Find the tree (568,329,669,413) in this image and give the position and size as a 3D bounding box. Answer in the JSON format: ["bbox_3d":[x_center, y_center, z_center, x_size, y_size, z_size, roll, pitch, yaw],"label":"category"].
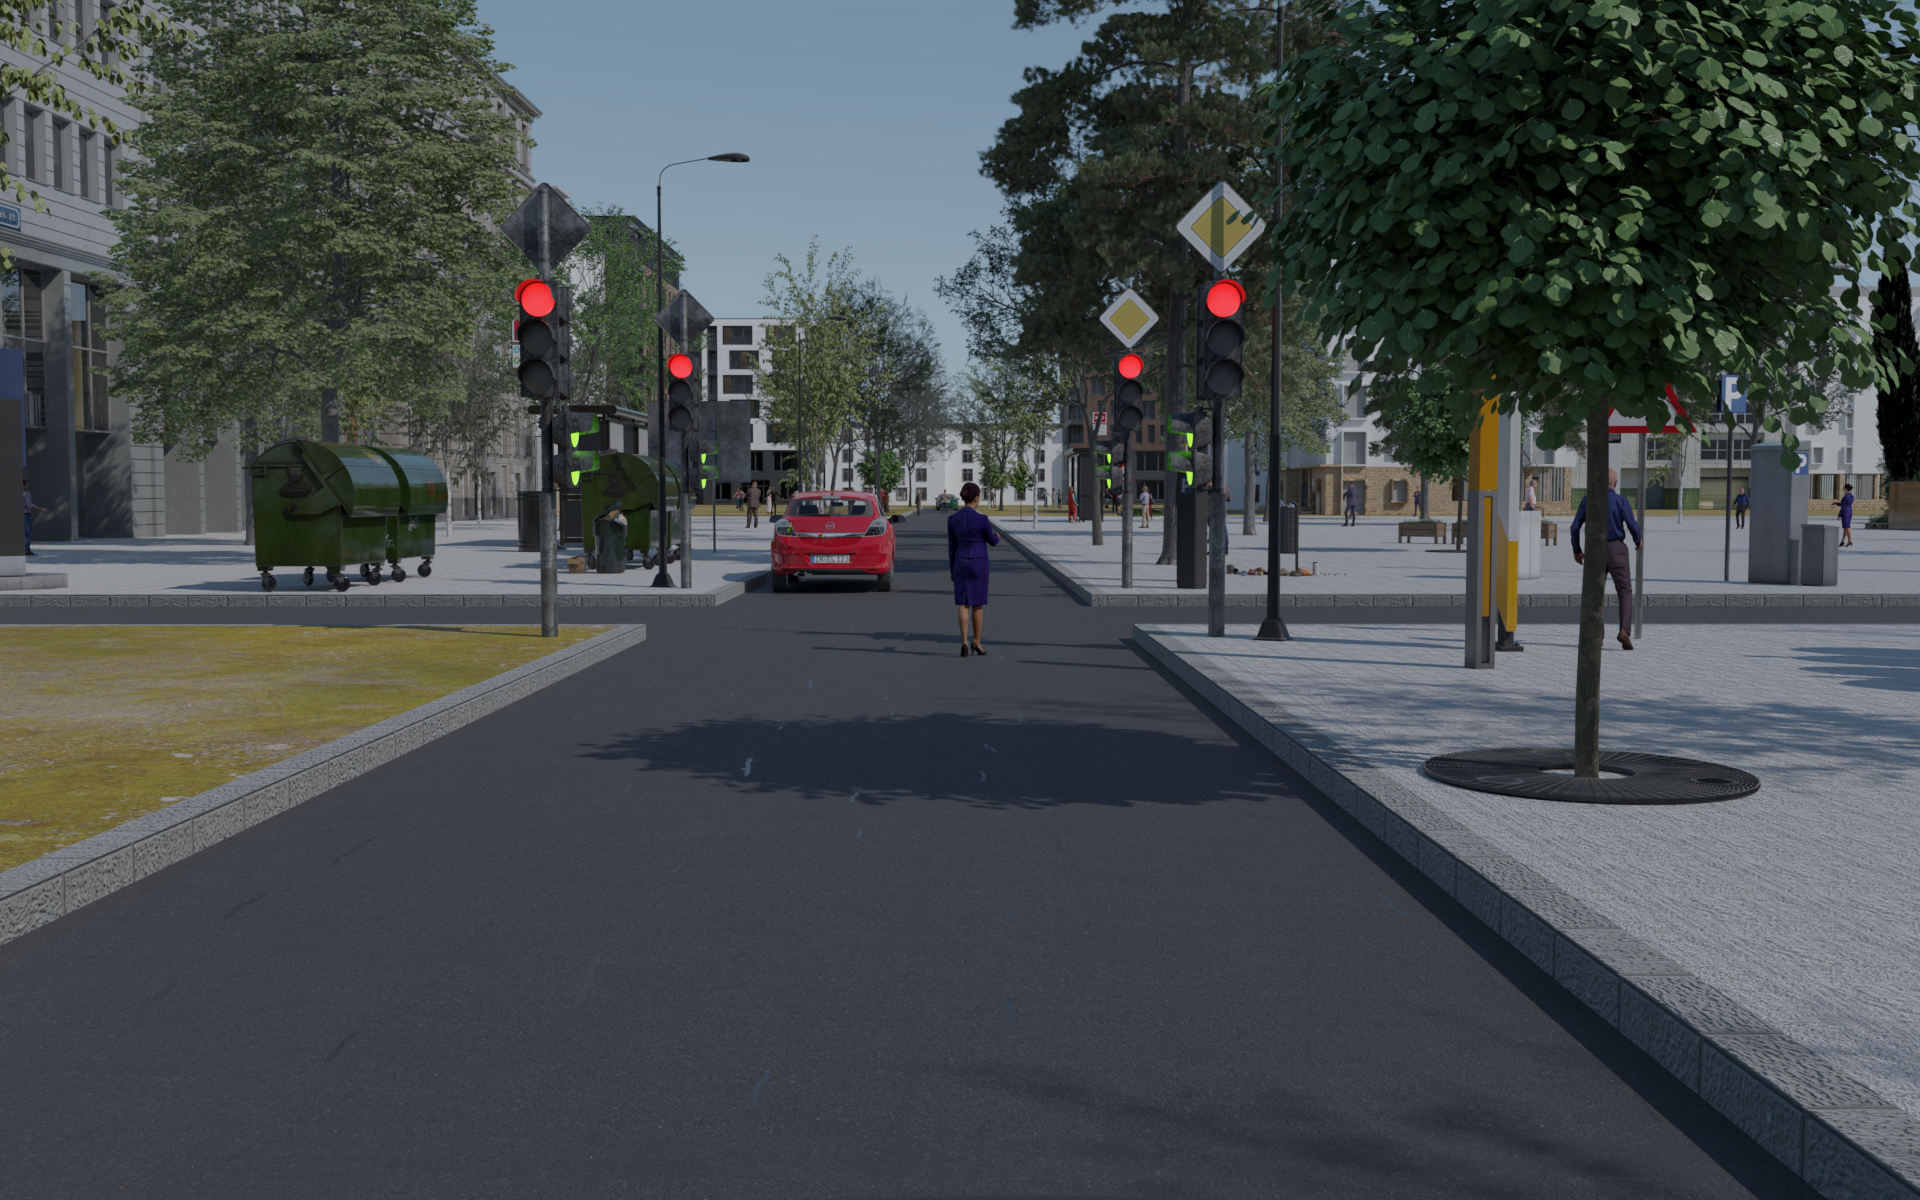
[{"bbox_3d":[-17.930,-9.655,92.269,8.767,10.594,7.601,0,4,2],"label":"tree"}]

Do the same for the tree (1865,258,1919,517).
[{"bbox_3d":[50.551,-11.295,86.490,13.155,14.587,18.604,1,4,9],"label":"tree"}]

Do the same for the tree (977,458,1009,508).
[{"bbox_3d":[3.317,-10.795,160.213,4.285,4.588,4.351,0,3,0],"label":"tree"}]

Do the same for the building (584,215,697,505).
[{"bbox_3d":[-40.165,-18.174,141.116,32.646,21.610,27.936,0,4,0],"label":"building"}]

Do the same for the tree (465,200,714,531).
[{"bbox_3d":[-13.648,-8.215,60.074,9.928,11.665,9.643,0,3,0],"label":"tree"}]

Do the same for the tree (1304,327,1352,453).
[{"bbox_3d":[14.513,-8.899,79.916,7.601,10.594,8.767,1,4,14],"label":"tree"}]

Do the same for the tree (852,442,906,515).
[{"bbox_3d":[-4.949,-7.538,106.952,4.285,4.588,4.351,0,3,0],"label":"tree"}]

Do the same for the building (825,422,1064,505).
[{"bbox_3d":[-1.783,-16.127,205.829,28.070,9.664,9.099,0,4,0],"label":"building"}]

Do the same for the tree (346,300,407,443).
[{"bbox_3d":[-21.290,-6.771,61.063,4.737,8.622,4.395,0,3,0],"label":"tree"}]

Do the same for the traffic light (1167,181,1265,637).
[{"bbox_3d":[2.291,-1.605,15.491,0.839,4.213,0.868,0,4,0],"label":"traffic light"}]

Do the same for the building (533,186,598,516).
[{"bbox_3d":[-31.201,-15.170,104.456,16.016,20.091,11.380,0,4,0],"label":"building"}]

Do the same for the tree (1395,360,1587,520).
[{"bbox_3d":[22.695,-9.061,70.200,6.751,12.117,7.091,0,3,0],"label":"tree"}]

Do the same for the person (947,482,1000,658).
[{"bbox_3d":[0.122,-0.275,15.360,0.453,1.535,0.546,0,4,4],"label":"person"}]

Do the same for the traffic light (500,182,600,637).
[{"bbox_3d":[-3.670,-1.603,15.449,0.839,4.213,0.868,0,4,0],"label":"traffic light"}]

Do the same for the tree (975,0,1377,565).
[{"bbox_3d":[4.145,-7.578,31.320,7.806,13.903,7.818,0,3,0],"label":"tree"}]

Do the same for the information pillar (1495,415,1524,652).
[{"bbox_3d":[4.484,-1.399,14.221,0.183,3.616,0.504,0,4,-2],"label":"information pillar"}]

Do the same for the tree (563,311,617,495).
[{"bbox_3d":[-15.372,-7.245,68.823,4.360,8.622,3.978,0,3,0],"label":"tree"}]

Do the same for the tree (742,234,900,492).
[{"bbox_3d":[-4.086,-6.112,50.289,4.737,8.622,4.395,0,3,0],"label":"tree"}]

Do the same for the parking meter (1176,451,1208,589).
[{"bbox_3d":[3.140,-1.087,23.478,0.255,1.863,0.399,-3,4,-37],"label":"parking meter"}]

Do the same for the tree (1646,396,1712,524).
[{"bbox_3d":[31.223,-7.645,75.361,4.737,8.622,4.395,0,3,0],"label":"tree"}]

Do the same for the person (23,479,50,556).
[{"bbox_3d":[-19.257,-1.690,35.629,0.963,1.587,0.435,1,4,8],"label":"person"}]

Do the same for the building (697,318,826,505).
[{"bbox_3d":[-32.182,-22.693,214.998,32.646,21.610,27.936,0,4,0],"label":"building"}]

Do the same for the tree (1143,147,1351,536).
[{"bbox_3d":[8.601,-8.269,53.330,7.486,12.596,7.792,0,3,0],"label":"tree"}]

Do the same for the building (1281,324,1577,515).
[{"bbox_3d":[29.637,-15.558,110.786,16.016,20.091,11.380,0,4,0],"label":"building"}]

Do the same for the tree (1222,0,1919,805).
[{"bbox_3d":[2.845,-1.462,7.619,4.285,4.588,4.351,0,3,0],"label":"tree"}]

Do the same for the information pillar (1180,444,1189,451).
[{"bbox_3d":[3.402,-1.279,25.403,0.304,2.012,0.304,0,4,-8],"label":"information pillar"}]

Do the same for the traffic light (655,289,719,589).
[{"bbox_3d":[-3.705,-2.091,23.434,0.839,4.213,0.868,0,4,0],"label":"traffic light"}]

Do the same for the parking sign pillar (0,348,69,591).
[{"bbox_3d":[-12.981,-2.144,23.523,1.447,3.967,1.447,-2,4,-29],"label":"parking sign pillar"}]

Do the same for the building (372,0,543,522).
[{"bbox_3d":[-29.340,-17.577,84.641,12.463,27.353,25.104,0,4,0],"label":"building"}]

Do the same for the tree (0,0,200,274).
[{"bbox_3d":[-7.346,-3.718,11.155,4.737,8.622,4.395,0,3,0],"label":"tree"}]

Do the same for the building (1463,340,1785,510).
[{"bbox_3d":[50.862,-17.219,147.989,31.486,18.905,16.747,0,4,0],"label":"building"}]

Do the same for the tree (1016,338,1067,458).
[{"bbox_3d":[3.208,-13.500,131.095,12.009,13.543,11.850,0,3,0],"label":"tree"}]

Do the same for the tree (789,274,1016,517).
[{"bbox_3d":[-4.716,-11.478,98.028,12.009,13.543,11.850,0,3,0],"label":"tree"}]

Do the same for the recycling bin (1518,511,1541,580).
[{"bbox_3d":[8.302,-0.837,26.232,0.722,1.027,0.722,-3,5,-44],"label":"recycling bin"}]

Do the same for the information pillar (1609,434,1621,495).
[{"bbox_3d":[10.566,-2.261,28.327,0.504,3.616,0.183,0,4,7],"label":"information pillar"}]

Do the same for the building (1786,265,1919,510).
[{"bbox_3d":[73.040,-17.826,147.879,11.380,20.091,16.016,0,4,0],"label":"building"}]

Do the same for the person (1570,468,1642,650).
[{"bbox_3d":[5.490,-0.351,14.482,0.600,1.496,0.574,-2,4,-33],"label":"person"}]

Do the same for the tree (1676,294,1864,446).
[{"bbox_3d":[26.228,-7.530,57.525,7.601,10.594,8.767,1,4,17],"label":"tree"}]

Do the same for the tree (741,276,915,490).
[{"bbox_3d":[-5.417,-8.570,74.532,8.767,10.594,7.601,-3,4,-36],"label":"tree"}]

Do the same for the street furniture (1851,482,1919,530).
[{"bbox_3d":[37.878,-3.373,61.998,9.812,1.723,11.010,0,4,-5],"label":"street furniture"}]

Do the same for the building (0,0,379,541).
[{"bbox_3d":[-29.491,-17.077,56.696,11.434,29.767,29.804,0,4,0],"label":"building"}]

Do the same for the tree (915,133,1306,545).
[{"bbox_3d":[3.478,-6.665,43.378,8.767,10.594,7.601,0,4,1],"label":"tree"}]

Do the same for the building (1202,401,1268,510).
[{"bbox_3d":[26.398,-12.245,142.347,9.099,9.664,28.070,0,4,0],"label":"building"}]

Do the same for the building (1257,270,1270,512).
[{"bbox_3d":[29.373,-16.252,122.144,16.016,20.091,11.380,0,4,0],"label":"building"}]

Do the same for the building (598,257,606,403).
[{"bbox_3d":[-32.122,-15.875,115.982,16.016,20.091,11.380,0,4,0],"label":"building"}]

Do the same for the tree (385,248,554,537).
[{"bbox_3d":[-15.080,-6.191,51.583,4.360,8.622,3.978,0,3,0],"label":"tree"}]

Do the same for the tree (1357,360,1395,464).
[{"bbox_3d":[23.424,-10.104,87.258,6.751,12.117,7.091,0,3,0],"label":"tree"}]

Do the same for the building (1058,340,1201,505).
[{"bbox_3d":[29.195,-22.638,214.101,32.646,21.610,27.936,0,4,0],"label":"building"}]

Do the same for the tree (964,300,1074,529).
[{"bbox_3d":[2.561,-6.894,63.079,4.737,8.622,4.395,0,3,0],"label":"tree"}]

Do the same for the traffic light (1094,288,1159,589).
[{"bbox_3d":[2.256,-2.094,23.476,0.839,4.213,0.868,0,4,0],"label":"traffic light"}]

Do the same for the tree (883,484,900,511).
[{"bbox_3d":[-5.358,-8.449,132.742,1.663,3.219,1.824,0,3,0],"label":"tree"}]

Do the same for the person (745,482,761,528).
[{"bbox_3d":[-7.846,-3.586,65.361,0.600,1.739,0.565,3,4,37],"label":"person"}]

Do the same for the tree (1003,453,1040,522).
[{"bbox_3d":[2.990,-5.304,81.322,1.663,3.219,1.824,0,3,0],"label":"tree"}]

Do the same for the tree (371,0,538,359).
[{"bbox_3d":[-11.124,-6.937,31.542,7.486,12.596,7.792,0,3,0],"label":"tree"}]
